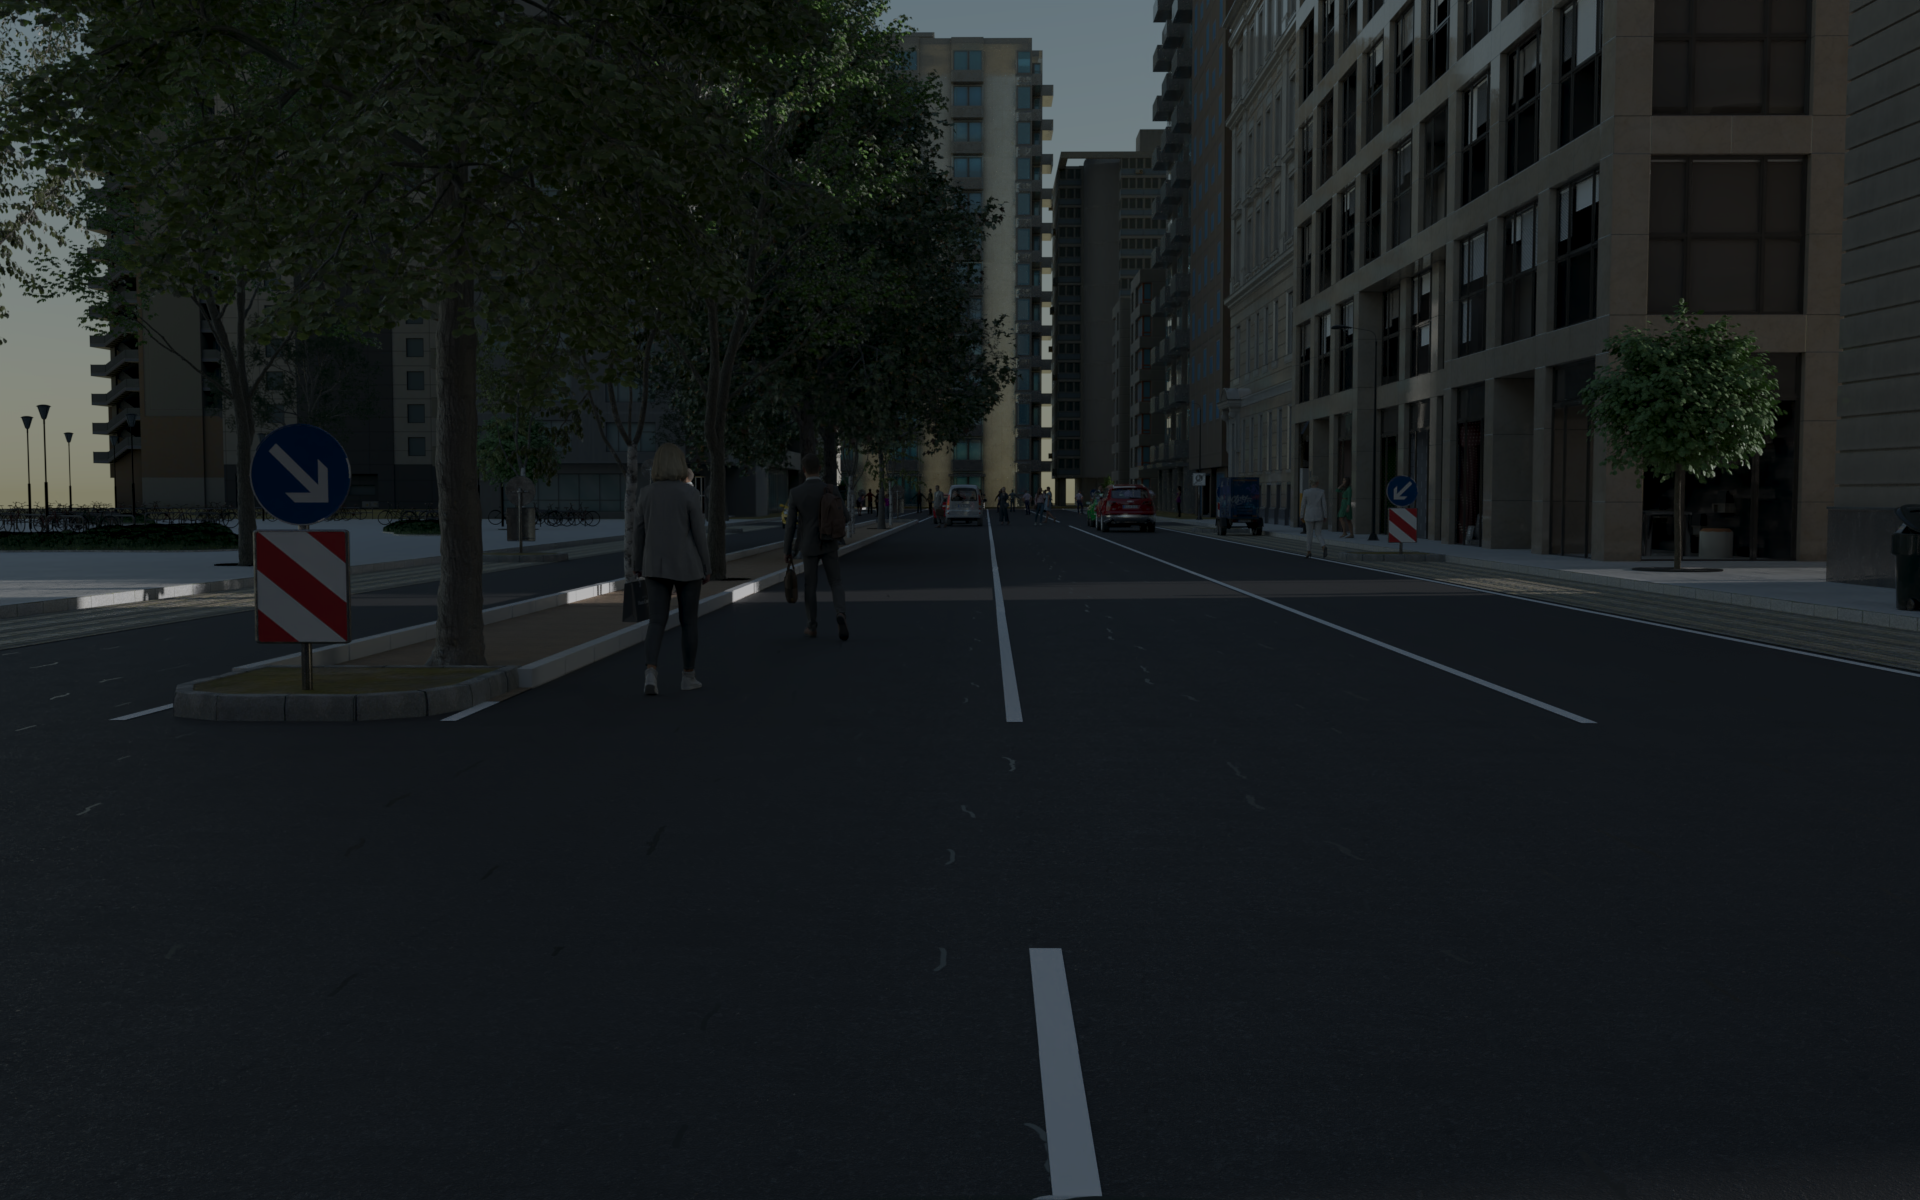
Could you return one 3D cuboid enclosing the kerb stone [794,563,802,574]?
[{"bbox_3d":[-2.959,-0.517,30.653,0.120,0.150,1.000,0,4,1],"label":"kerb stone"}]

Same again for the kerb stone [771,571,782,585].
[{"bbox_3d":[-2.996,-0.329,27.577,0.120,0.150,1.000,0,4,1],"label":"kerb stone"}]

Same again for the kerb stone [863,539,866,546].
[{"bbox_3d":[-2.707,-1.521,47.058,0.120,0.150,1.000,0,4,1],"label":"kerb stone"}]

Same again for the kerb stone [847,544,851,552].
[{"bbox_3d":[-2.787,-1.207,41.927,0.120,0.150,1.000,0,4,1],"label":"kerb stone"}]

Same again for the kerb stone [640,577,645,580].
[{"bbox_3d":[-5.093,-0.330,27.617,0.120,0.150,1.000,0,4,1],"label":"kerb stone"}]

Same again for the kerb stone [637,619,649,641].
[{"bbox_3d":[-3.140,0.297,17.339,0.120,0.150,1.000,0,4,1],"label":"kerb stone"}]

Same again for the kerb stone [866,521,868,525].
[{"bbox_3d":[-4.357,-3.403,77.844,0.120,0.150,1.000,0,4,1],"label":"kerb stone"}]

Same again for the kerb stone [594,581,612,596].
[{"bbox_3d":[-5.141,-0.142,24.546,0.120,0.150,1.000,0,4,1],"label":"kerb stone"}]

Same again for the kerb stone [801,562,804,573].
[{"bbox_3d":[-2.935,-0.579,31.678,0.120,0.150,1.000,0,4,1],"label":"kerb stone"}]

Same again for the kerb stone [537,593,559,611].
[{"bbox_3d":[-5.185,0.044,21.470,0.120,0.150,1.000,0,4,1],"label":"kerb stone"}]

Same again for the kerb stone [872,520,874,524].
[{"bbox_3d":[-4.289,-3.651,81.944,0.120,0.150,1.000,0,4,1],"label":"kerb stone"}]

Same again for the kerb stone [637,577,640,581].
[{"bbox_3d":[-5.110,-0.267,26.593,0.120,0.150,1.000,0,4,1],"label":"kerb stone"}]

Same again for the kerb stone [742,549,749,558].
[{"bbox_3d":[-4.930,-1.021,38.887,0.120,0.150,1.000,0,4,1],"label":"kerb stone"}]

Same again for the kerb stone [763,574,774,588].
[{"bbox_3d":[-3.011,-0.266,26.551,0.120,0.150,1.000,0,4,1],"label":"kerb stone"}]

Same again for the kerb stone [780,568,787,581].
[{"bbox_3d":[-2.974,-0.392,28.602,0.120,0.150,1.000,0,4,1],"label":"kerb stone"}]

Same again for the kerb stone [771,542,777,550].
[{"bbox_3d":[-4.847,-1.334,44.008,0.120,0.150,1.000,0,4,1],"label":"kerb stone"}]

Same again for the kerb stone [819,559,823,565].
[{"bbox_3d":[-2.859,-0.894,36.814,0.120,0.150,1.000,0,4,1],"label":"kerb stone"}]

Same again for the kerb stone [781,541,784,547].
[{"bbox_3d":[-4.820,-1.460,46.063,0.120,0.150,1.000,0,4,1],"label":"kerb stone"}]

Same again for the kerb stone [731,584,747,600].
[{"bbox_3d":[-3.056,-0.079,23.479,0.120,0.150,1.000,0,4,1],"label":"kerb stone"}]

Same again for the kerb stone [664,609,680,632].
[{"bbox_3d":[-3.132,0.235,18.361,0.120,0.150,1.000,0,4,1],"label":"kerb stone"}]

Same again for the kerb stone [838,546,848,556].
[{"bbox_3d":[-2.800,-1.144,40.905,0.120,0.150,1.000,0,4,1],"label":"kerb stone"}]

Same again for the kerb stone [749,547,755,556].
[{"bbox_3d":[-4.909,-1.083,39.910,0.120,0.150,1.000,0,4,1],"label":"kerb stone"}]

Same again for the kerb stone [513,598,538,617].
[{"bbox_3d":[-5.198,0.108,20.436,0.120,0.150,1.000,0,4,1],"label":"kerb stone"}]

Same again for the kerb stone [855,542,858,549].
[{"bbox_3d":[-2.751,-1.331,43.985,0.120,0.150,1.000,0,4,1],"label":"kerb stone"}]

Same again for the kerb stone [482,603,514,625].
[{"bbox_3d":[-5.218,0.171,19.405,0.120,0.150,1.000,0,4,1],"label":"kerb stone"}]

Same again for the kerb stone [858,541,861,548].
[{"bbox_3d":[-2.734,-1.395,45.010,0.120,0.150,1.000,0,4,1],"label":"kerb stone"}]

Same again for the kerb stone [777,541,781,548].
[{"bbox_3d":[-4.836,-1.397,45.041,0.120,0.150,1.000,0,4,1],"label":"kerb stone"}]

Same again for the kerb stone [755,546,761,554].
[{"bbox_3d":[-4.900,-1.139,40.933,0.120,0.150,1.000,0,4,1],"label":"kerb stone"}]

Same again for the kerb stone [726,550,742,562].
[{"bbox_3d":[-4.945,-0.957,37.865,0.120,0.150,1.000,0,4,1],"label":"kerb stone"}]

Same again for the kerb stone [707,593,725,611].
[{"bbox_3d":[-3.080,0.047,21.435,0.120,0.150,1.000,0,4,1],"label":"kerb stone"}]

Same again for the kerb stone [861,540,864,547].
[{"bbox_3d":[-2.713,-1.458,46.032,0.120,0.150,1.000,0,4,1],"label":"kerb stone"}]

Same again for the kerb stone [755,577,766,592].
[{"bbox_3d":[-3.020,-0.203,25.523,0.120,0.150,1.000,0,4,1],"label":"kerb stone"}]

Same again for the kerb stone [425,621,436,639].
[{"bbox_3d":[-5.246,0.297,17.359,0.120,0.150,1.000,0,4,1],"label":"kerb stone"}]

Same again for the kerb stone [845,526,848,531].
[{"bbox_3d":[-4.477,-2.901,69.631,0.120,0.150,1.000,0,4,1],"label":"kerb stone"}]

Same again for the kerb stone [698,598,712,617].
[{"bbox_3d":[-3.098,0.112,20.407,0.120,0.150,1.000,0,4,1],"label":"kerb stone"}]

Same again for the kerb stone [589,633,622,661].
[{"bbox_3d":[-3.172,0.426,15.289,0.120,0.150,1.000,0,4,1],"label":"kerb stone"}]

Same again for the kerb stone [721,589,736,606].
[{"bbox_3d":[-3.069,-0.010,22.457,0.120,0.150,1.000,0,4,1],"label":"kerb stone"}]

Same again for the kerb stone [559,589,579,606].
[{"bbox_3d":[-5.167,-0.019,22.499,0.120,0.150,1.000,0,4,1],"label":"kerb stone"}]

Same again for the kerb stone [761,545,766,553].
[{"bbox_3d":[-4.878,-1.209,41.955,0.120,0.150,1.000,0,4,1],"label":"kerb stone"}]

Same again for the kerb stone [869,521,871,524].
[{"bbox_3d":[-4.330,-3.529,79.898,0.120,0.150,1.000,0,4,1],"label":"kerb stone"}]

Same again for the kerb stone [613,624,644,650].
[{"bbox_3d":[-3.158,0.363,16.311,0.120,0.150,1.000,0,4,1],"label":"kerb stone"}]

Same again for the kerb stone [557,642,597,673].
[{"bbox_3d":[-3.188,0.488,14.267,0.120,0.150,1.000,0,4,1],"label":"kerb stone"}]

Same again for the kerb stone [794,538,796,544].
[{"bbox_3d":[-4.765,-1.710,50.154,0.120,0.150,1.000,0,4,1],"label":"kerb stone"}]

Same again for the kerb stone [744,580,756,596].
[{"bbox_3d":[-3.046,-0.141,24.501,0.120,0.150,1.000,0,4,1],"label":"kerb stone"}]

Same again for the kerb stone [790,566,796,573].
[{"bbox_3d":[-2.967,-0.452,29.627,0.120,0.150,1.000,0,4,1],"label":"kerb stone"}]

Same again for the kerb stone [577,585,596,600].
[{"bbox_3d":[-5.154,-0.080,23.521,0.120,0.150,1.000,0,4,1],"label":"kerb stone"}]

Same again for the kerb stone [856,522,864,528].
[{"bbox_3d":[-4.387,-3.275,75.790,0.120,0.150,1.000,0,4,1],"label":"kerb stone"}]

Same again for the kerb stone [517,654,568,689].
[{"bbox_3d":[-3.201,0.551,13.245,0.120,0.150,1.000,0,4,1],"label":"kerb stone"}]

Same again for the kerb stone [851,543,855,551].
[{"bbox_3d":[-2.772,-1.270,42.955,0.120,0.150,1.000,0,4,1],"label":"kerb stone"}]

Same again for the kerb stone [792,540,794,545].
[{"bbox_3d":[-4.793,-1.585,48.108,0.120,0.150,1.000,0,4,1],"label":"kerb stone"}]

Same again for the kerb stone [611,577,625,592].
[{"bbox_3d":[-5.115,-0.206,25.571,0.120,0.150,1.000,0,4,1],"label":"kerb stone"}]

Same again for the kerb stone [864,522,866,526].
[{"bbox_3d":[-4.380,-3.341,76.817,0.120,0.150,1.000,0,4,1],"label":"kerb stone"}]

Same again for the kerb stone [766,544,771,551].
[{"bbox_3d":[-4.868,-1.269,42.977,0.120,0.150,1.000,0,4,1],"label":"kerb stone"}]
